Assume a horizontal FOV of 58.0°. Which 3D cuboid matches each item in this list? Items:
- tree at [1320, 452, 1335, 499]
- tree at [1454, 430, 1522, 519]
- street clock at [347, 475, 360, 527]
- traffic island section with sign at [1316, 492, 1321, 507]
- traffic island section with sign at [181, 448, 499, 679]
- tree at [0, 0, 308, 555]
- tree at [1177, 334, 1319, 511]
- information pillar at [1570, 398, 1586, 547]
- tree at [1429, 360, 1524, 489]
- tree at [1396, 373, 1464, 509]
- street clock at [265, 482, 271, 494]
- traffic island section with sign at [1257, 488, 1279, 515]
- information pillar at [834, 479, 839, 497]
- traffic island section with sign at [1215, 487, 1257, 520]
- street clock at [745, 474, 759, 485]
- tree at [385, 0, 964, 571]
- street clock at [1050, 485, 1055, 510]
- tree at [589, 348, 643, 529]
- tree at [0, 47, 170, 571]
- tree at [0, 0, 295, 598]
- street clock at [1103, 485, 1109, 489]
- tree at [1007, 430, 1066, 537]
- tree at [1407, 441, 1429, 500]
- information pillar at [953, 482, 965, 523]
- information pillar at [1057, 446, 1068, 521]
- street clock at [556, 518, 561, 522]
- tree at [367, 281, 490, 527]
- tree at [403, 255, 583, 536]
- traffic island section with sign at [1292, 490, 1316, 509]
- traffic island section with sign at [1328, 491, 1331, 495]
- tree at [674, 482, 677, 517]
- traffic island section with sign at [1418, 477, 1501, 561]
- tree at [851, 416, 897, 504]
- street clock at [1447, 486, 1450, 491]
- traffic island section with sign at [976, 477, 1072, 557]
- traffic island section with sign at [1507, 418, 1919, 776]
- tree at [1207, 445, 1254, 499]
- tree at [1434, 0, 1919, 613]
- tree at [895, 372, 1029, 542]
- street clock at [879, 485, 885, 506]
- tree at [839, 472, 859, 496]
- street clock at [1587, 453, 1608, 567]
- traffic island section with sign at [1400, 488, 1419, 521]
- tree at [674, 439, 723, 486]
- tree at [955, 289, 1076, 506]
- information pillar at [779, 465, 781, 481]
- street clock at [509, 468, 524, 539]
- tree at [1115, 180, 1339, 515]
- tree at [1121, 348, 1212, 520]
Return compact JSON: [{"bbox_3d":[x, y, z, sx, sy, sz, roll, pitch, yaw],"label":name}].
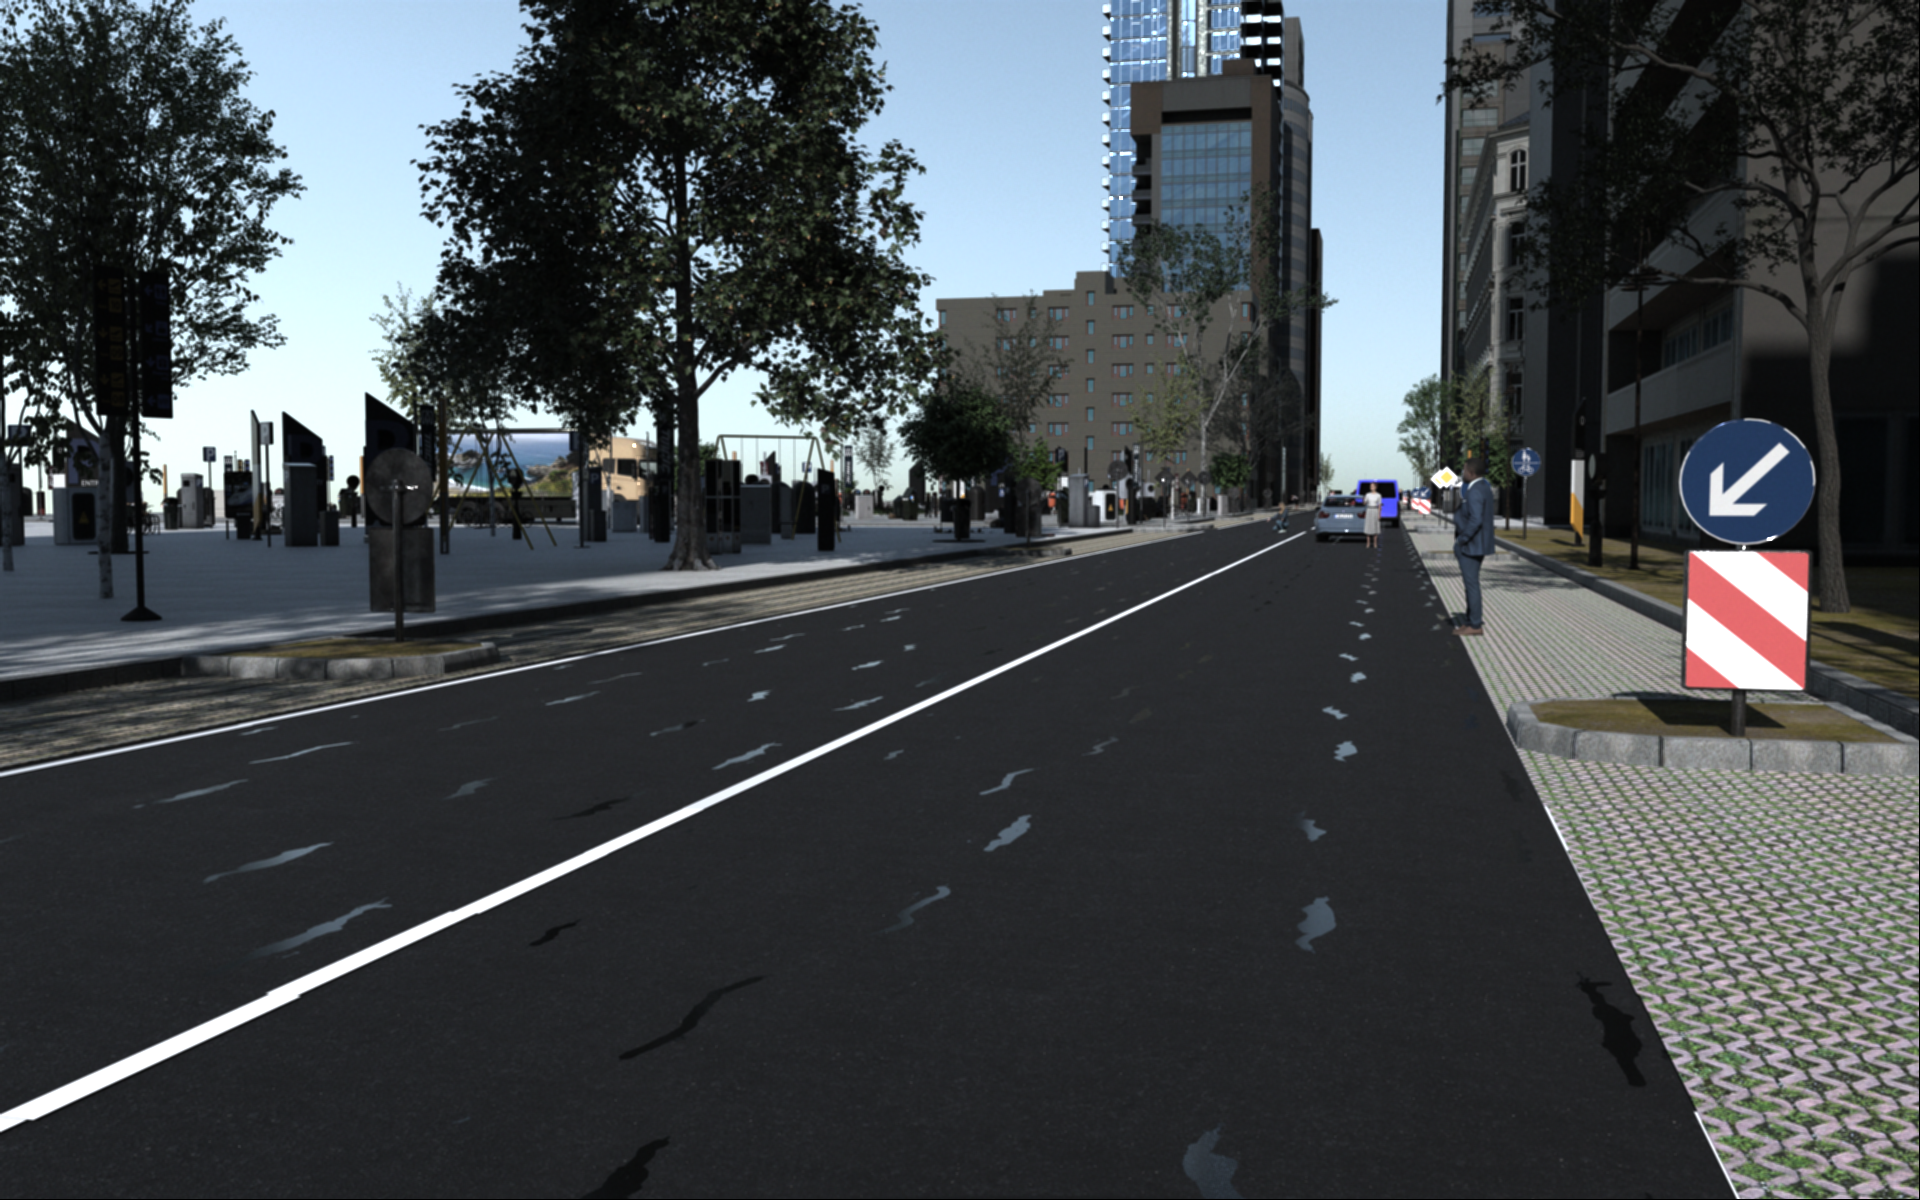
[{"bbox_3d":[62.997,-21.347,299.389,4.737,8.622,4.395,0,3,0],"label":"tree"},{"bbox_3d":[26.961,-6.407,88.475,4.285,4.588,4.351,0,3,0],"label":"tree"},{"bbox_3d":[-23.434,-3.814,66.934,0.471,2.002,0.358,-1,4,-23],"label":"street clock"},{"bbox_3d":[40.072,-11.452,195.872,1.989,1.847,2.006,1,4,14],"label":"traffic island section with sign"},{"bbox_3d":[-4.940,-0.346,14.283,1.989,1.847,2.006,1,4,14],"label":"traffic island section with sign"},{"bbox_3d":[-17.969,-6.794,36.830,9.928,11.665,9.643,0,3,0],"label":"tree"},{"bbox_3d":[21.995,-13.533,131.631,12.009,13.543,11.850,0,3,0],"label":"tree"},{"bbox_3d":[15.055,-3.109,42.181,0.504,3.616,0.183,-3,5,-42],"label":"information pillar"},{"bbox_3d":[28.478,-8.816,94.503,4.737,8.622,4.395,0,3,0],"label":"tree"},{"bbox_3d":[40.918,-13.545,147.221,9.928,11.665,9.643,0,3,0],"label":"tree"},{"bbox_3d":[-41.136,-6.018,102.957,0.358,2.002,0.471,-2,4,-29],"label":"street clock"},{"bbox_3d":[21.593,-6.894,121.336,1.989,1.847,2.006,1,4,14],"label":"traffic island section with sign"},{"bbox_3d":[-6.093,-4.879,84.267,0.304,2.012,0.304,1,4,19],"label":"information pillar"},{"bbox_3d":[15.046,-5.278,94.918,1.989,1.847,2.006,1,4,14],"label":"traffic island section with sign"},{"bbox_3d":[-7.697,-3.640,64.092,0.471,2.002,0.358,-3,4,-36],"label":"street clock"},{"bbox_3d":[-4.674,-6.846,28.938,9.611,12.733,9.660,0,3,0],"label":"tree"},{"bbox_3d":[7.388,-8.255,139.540,0.471,2.002,0.358,-1,4,-19],"label":"street clock"},{"bbox_3d":[-13.249,-6.951,64.006,4.360,8.622,3.978,0,3,0],"label":"tree"},{"bbox_3d":[-15.724,-4.793,28.726,4.737,8.622,4.395,0,3,0],"label":"tree"},{"bbox_3d":[-10.550,-4.344,21.389,4.360,8.622,3.978,0,3,0],"label":"tree"},{"bbox_3d":[11.111,-7.787,131.887,0.471,2.002,0.358,1,4,13],"label":"street clock"},{"bbox_3d":[2.486,-3.548,52.606,1.663,3.219,1.824,0,3,0],"label":"tree"},{"bbox_3d":[60.482,-16.848,225.823,4.737,8.622,4.395,0,3,0],"label":"tree"},{"bbox_3d":[-0.053,-5.155,75.631,0.504,3.616,0.183,0,4,-7],"label":"information pillar"},{"bbox_3d":[4.962,-5.644,83.628,0.504,3.616,0.183,0,4,7],"label":"information pillar"},{"bbox_3d":[-18.761,-4.673,80.965,0.358,2.002,0.471,0,4,3],"label":"street clock"},{"bbox_3d":[-18.514,-6.731,60.412,4.737,8.622,4.395,0,3,0],"label":"tree"},{"bbox_3d":[-14.420,-6.250,52.542,4.360,8.622,3.978,0,3,0],"label":"tree"},{"bbox_3d":[33.577,-9.852,169.708,1.989,1.847,2.006,1,4,14],"label":"traffic island section with sign"},{"bbox_3d":[60.005,-16.376,276.367,1.989,1.847,2.006,1,4,14],"label":"traffic island section with sign"},{"bbox_3d":[-16.131,-6.376,98.846,1.663,3.219,1.824,0,3,0],"label":"tree"},{"bbox_3d":[11.150,-1.793,37.948,1.989,1.847,2.006,1,4,14],"label":"traffic island section with sign"},{"bbox_3d":[-7.183,-12.063,147.594,4.360,8.622,3.978,0,3,0],"label":"tree"},{"bbox_3d":[35.375,-7.398,125.534,0.358,2.002,0.471,0,4,-5],"label":"street clock"},{"bbox_3d":[1.555,-1.946,40.447,1.989,1.847,2.006,1,4,14],"label":"traffic island section with sign"},{"bbox_3d":[4.198,-0.075,9.856,1.989,1.847,2.006,1,4,14],"label":"traffic island section with sign"},{"bbox_3d":[18.165,-8.132,116.669,4.285,4.588,4.351,0,3,0],"label":"tree"},{"bbox_3d":[9.320,-5.160,18.776,8.767,10.594,7.601,-2,4,-35],"label":"tree"},{"bbox_3d":[-0.055,-3.848,46.637,4.285,4.588,4.351,0,3,0],"label":"tree"},{"bbox_3d":[-6.497,-8.505,143.632,0.471,2.002,0.358,1,4,13],"label":"street clock"},{"bbox_3d":[-8.490,-8.234,129.227,1.663,3.219,1.824,0,3,0],"label":"tree"},{"bbox_3d":[11.222,-1.588,30.531,0.358,2.002,0.471,0,4,2],"label":"street clock"},{"bbox_3d":[24.408,-5.066,91.462,1.989,1.847,2.006,1,4,14],"label":"traffic island section with sign"},{"bbox_3d":[-14.457,-6.754,94.149,4.285,4.588,4.351,0,3,0],"label":"tree"},{"bbox_3d":[1.909,-6.804,61.610,4.360,8.622,3.978,0,3,0],"label":"tree"},{"bbox_3d":[-14.668,-9.085,139.894,0.504,3.616,0.183,1,4,20],"label":"information pillar"},{"bbox_3d":[-12.560,-2.721,49.057,0.358,2.002,0.471,-3,5,-43],"label":"street clock"},{"bbox_3d":[16.030,-15.223,104.785,12.611,20.169,13.585,0,3,0],"label":"tree"},{"bbox_3d":[10.413,-8.332,86.595,4.737,8.622,4.395,0,3,0],"label":"tree"}]
